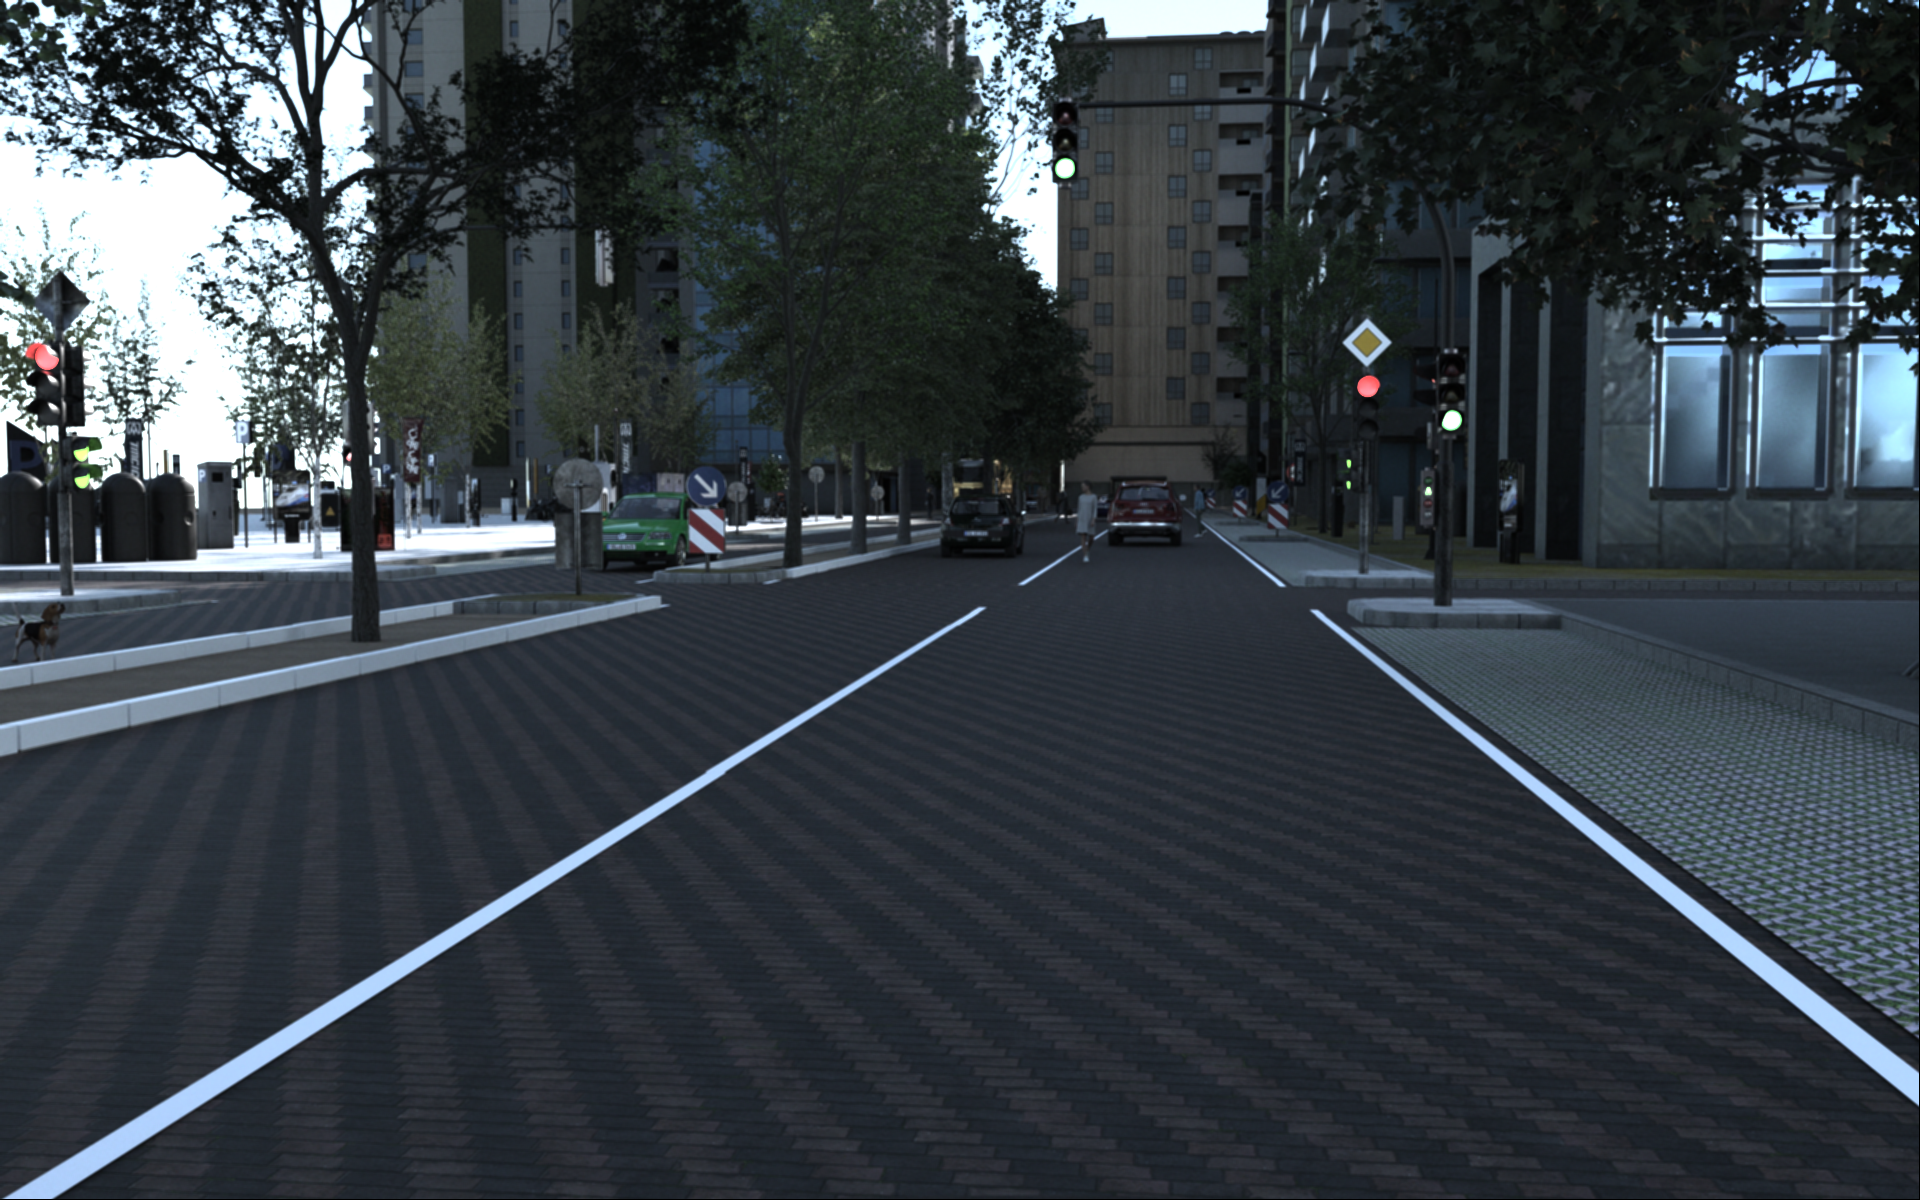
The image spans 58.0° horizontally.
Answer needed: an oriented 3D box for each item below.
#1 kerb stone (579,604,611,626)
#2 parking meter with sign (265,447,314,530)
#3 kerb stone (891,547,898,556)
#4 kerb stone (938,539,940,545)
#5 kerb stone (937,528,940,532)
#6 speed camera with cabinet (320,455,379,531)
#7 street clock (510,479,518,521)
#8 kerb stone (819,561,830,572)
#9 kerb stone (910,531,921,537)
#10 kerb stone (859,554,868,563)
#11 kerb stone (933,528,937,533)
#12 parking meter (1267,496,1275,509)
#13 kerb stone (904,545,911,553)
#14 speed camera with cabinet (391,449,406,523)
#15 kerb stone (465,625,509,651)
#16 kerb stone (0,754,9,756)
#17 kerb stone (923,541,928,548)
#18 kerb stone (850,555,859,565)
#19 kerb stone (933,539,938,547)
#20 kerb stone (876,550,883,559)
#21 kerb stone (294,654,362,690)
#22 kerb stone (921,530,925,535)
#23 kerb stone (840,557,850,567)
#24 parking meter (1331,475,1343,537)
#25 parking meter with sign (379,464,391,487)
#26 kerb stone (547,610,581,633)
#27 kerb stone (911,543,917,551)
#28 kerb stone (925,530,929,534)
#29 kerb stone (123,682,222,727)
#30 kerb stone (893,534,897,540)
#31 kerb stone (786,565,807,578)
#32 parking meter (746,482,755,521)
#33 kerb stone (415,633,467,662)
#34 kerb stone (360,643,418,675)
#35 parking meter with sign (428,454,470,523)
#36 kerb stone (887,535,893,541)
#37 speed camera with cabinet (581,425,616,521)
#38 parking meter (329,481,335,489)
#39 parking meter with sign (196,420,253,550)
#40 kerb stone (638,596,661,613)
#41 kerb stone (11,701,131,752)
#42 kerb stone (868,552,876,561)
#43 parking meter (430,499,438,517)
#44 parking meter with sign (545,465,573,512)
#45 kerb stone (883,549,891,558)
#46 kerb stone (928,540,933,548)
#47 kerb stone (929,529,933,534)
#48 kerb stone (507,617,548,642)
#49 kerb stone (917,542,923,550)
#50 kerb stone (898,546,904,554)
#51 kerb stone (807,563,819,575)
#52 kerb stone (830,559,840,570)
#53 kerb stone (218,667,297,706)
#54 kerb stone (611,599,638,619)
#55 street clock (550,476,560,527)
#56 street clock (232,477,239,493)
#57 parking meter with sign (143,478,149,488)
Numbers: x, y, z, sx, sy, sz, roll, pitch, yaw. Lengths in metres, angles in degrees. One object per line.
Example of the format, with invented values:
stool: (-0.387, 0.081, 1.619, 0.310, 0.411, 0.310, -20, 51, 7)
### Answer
kerb stone: (-4.131, 0.179, 19.275, 0.120, 0.150, 1.000, 0, 4, 7)
parking meter with sign: (-23.828, -4.016, 61.926, 1.738, 3.016, 0.543, -2, 4, -33)
kerb stone: (-1.638, -1.101, 40.197, 0.120, 0.150, 1.000, 0, 4, 7)
kerb stone: (-0.664, -1.598, 48.329, 0.120, 0.150, 1.000, 0, 4, 7)
kerb stone: (-0.935, -2.544, 63.840, 0.120, 0.150, 1.000, 0, 4, 7)
speed camera with cabinet: (-21.503, -4.066, 60.821, 2.038, 3.252, 0.660, -1, 4, -10)
street clock: (-20.999, -4.709, 81.564, 0.358, 2.002, 0.471, -2, 4, -29)
kerb stone: (-2.600, -0.600, 32.039, 0.120, 0.150, 1.000, 0, 4, 7)
kerb stone: (-1.543, -2.233, 58.731, 0.120, 0.150, 1.000, 0, 4, 7)
kerb stone: (-2.123, -0.851, 36.116, 0.120, 0.150, 1.000, 0, 4, 7)
kerb stone: (-1.064, -2.484, 62.812, 0.120, 0.150, 1.000, 0, 4, 7)
parking meter: (15.156, -4.644, 84.332, 0.372, 1.533, 0.369, 0, 3, 0)
kerb stone: (-1.393, -1.224, 42.230, 0.120, 0.150, 1.000, 0, 4, 7)
speed camera with cabinet: (-25.261, -5.077, 77.348, 0.660, 3.252, 2.038, -2, 4, -34)
kerb stone: (-4.498, 0.365, 16.232, 0.120, 0.150, 1.000, 0, 4, 7)
kerb stone: (-5.342, 0.800, 9.108, 0.120, 0.150, 1.000, 0, 4, 7)
kerb stone: (-1.038, -1.412, 45.280, 0.120, 0.150, 1.000, 0, 4, 7)
kerb stone: (-2.241, -0.789, 35.101, 0.120, 0.150, 1.000, 0, 4, 7)
kerb stone: (-0.784, -1.532, 47.313, 0.120, 0.150, 1.000, 0, 4, 7)
kerb stone: (-1.882, -0.971, 38.162, 0.120, 0.150, 1.000, 0, 4, 7)
kerb stone: (-4.857, 0.552, 13.176, 0.120, 0.150, 1.000, 0, 4, 7)
kerb stone: (-1.422, -2.295, 59.760, 0.120, 0.150, 1.000, 0, 4, 7)
kerb stone: (-2.366, -0.727, 34.086, 0.120, 0.150, 1.000, 0, 4, 7)
parking meter: (11.246, -2.809, 51.638, 0.255, 1.863, 0.399, 0, 4, -6)
parking meter with sign: (-33.740, -6.433, 101.447, 0.543, 3.016, 1.738, -2, 4, -29)
kerb stone: (-4.254, 0.241, 18.261, 0.120, 0.150, 1.000, 0, 4, 7)
kerb stone: (-1.269, -1.288, 43.249, 0.120, 0.150, 1.000, 0, 4, 7)
kerb stone: (-1.300, -2.352, 60.782, 0.120, 0.150, 1.000, 0, 4, 7)
kerb stone: (-5.097, 0.676, 11.143, 0.120, 0.150, 1.000, 0, 4, 7)
kerb stone: (-2.149, -1.922, 53.653, 0.120, 0.150, 1.000, 0, 4, 7)
kerb stone: (-2.848, -0.477, 30.001, 0.120, 0.150, 1.000, 0, 4, 7)
parking meter: (-9.839, -4.629, 81.388, 0.399, 1.863, 0.255, -2, 4, -28)
kerb stone: (-4.615, 0.427, 15.216, 0.120, 0.150, 1.000, 0, 4, 7)
kerb stone: (-4.734, 0.494, 14.191, 0.120, 0.150, 1.000, 0, 4, 7)
parking meter with sign: (-22.434, -4.883, 76.094, 0.543, 3.016, 1.738, 3, 5, 43)
kerb stone: (-2.266, -1.862, 52.637, 0.120, 0.150, 1.000, 0, 4, 7)
speed camera with cabinet: (-10.162, -3.326, 48.716, 0.660, 3.252, 2.038, 0, 4, 1)
parking meter: (-28.041, -4.383, 77.380, 0.255, 1.863, 0.399, -1, 4, -17)
parking meter with sign: (-17.425, -2.703, 40.453, 0.543, 3.016, 1.738, 2, 4, 32)
kerb stone: (-3.881, 0.054, 21.310, 0.120, 0.150, 1.000, 0, 4, 7)
kerb stone: (-5.221, 0.738, 10.129, 0.120, 0.150, 1.000, 0, 4, 7)
kerb stone: (-1.999, -0.905, 37.145, 0.120, 0.150, 1.000, 0, 4, 7)
parking meter: (-30.122, -5.709, 99.055, 0.399, 1.863, 0.255, 0, 4, 2)
parking meter with sign: (-23.734, -6.518, 102.828, 1.738, 3.016, 0.543, 2, 4, 26)
kerb stone: (-1.750, -1.039, 39.181, 0.120, 0.150, 1.000, 0, 4, 7)
kerb stone: (-0.909, -1.474, 46.294, 0.120, 0.150, 1.000, 0, 4, 7)
kerb stone: (-1.173, -2.422, 61.796, 0.120, 0.150, 1.000, 0, 4, 7)
kerb stone: (-4.369, 0.303, 17.245, 0.120, 0.150, 1.000, 0, 4, 7)
kerb stone: (-1.151, -1.350, 44.264, 0.120, 0.150, 1.000, 0, 4, 7)
kerb stone: (-1.515, -1.163, 41.215, 0.120, 0.150, 1.000, 0, 4, 7)
kerb stone: (-2.734, -0.539, 31.018, 0.120, 0.150, 1.000, 0, 4, 7)
kerb stone: (-2.493, -0.664, 33.059, 0.120, 0.150, 1.000, 0, 4, 7)
kerb stone: (-4.979, 0.614, 12.158, 0.120, 0.150, 1.000, 0, 4, 7)
kerb stone: (-4.011, 0.118, 20.296, 0.120, 0.150, 1.000, 0, 4, 7)
street clock: (-15.719, -3.850, 67.526, 0.358, 2.002, 0.471, 2, 4, 32)
street clock: (-31.528, -4.325, 75.291, 0.471, 2.002, 0.358, 3, 5, 43)
parking meter with sign: (-39.252, -5.343, 83.612, 1.738, 3.016, 0.543, -2, 4, -23)
